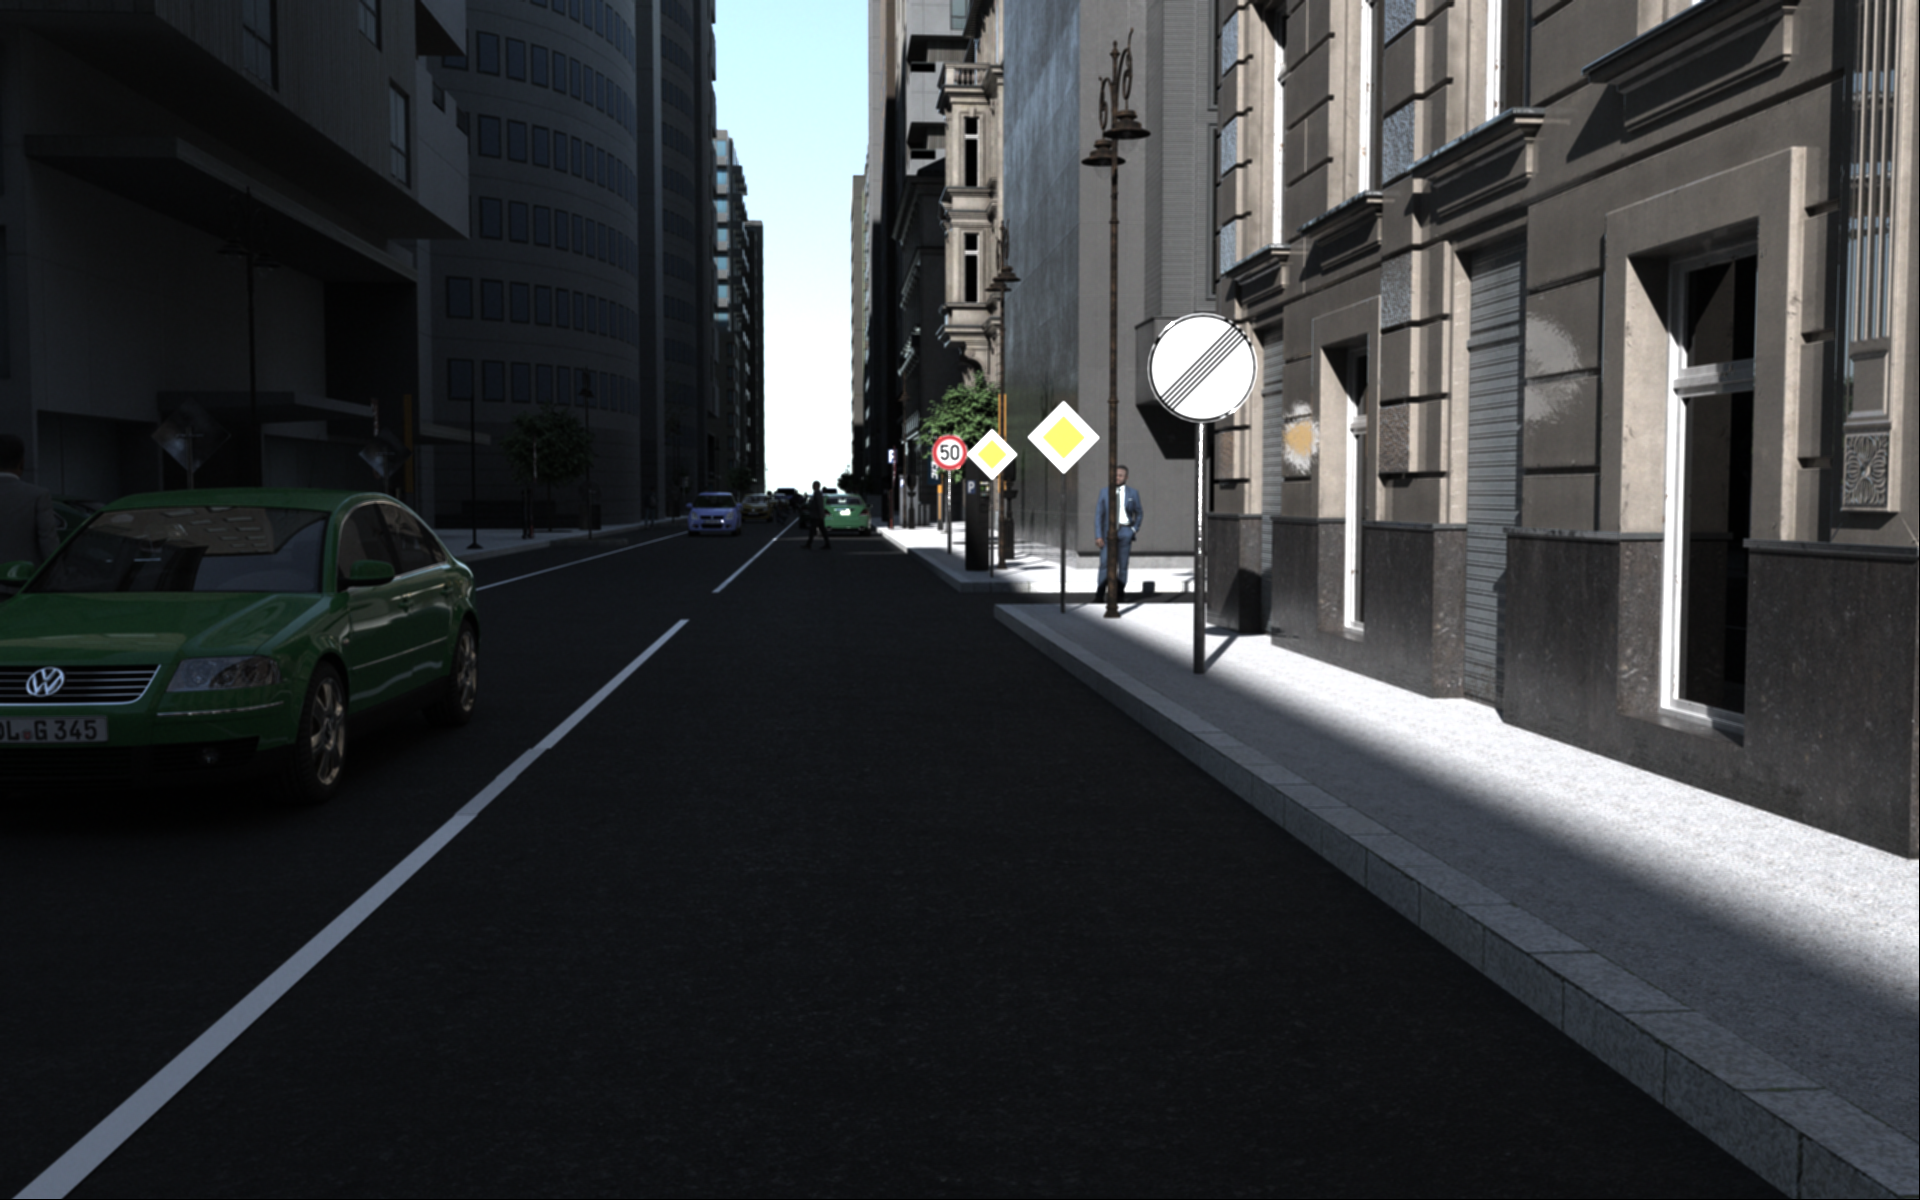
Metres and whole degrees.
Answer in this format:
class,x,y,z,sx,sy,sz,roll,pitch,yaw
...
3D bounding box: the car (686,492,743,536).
class,x,y,z,sx,sy,sz,roll,pitch,yaw
car,-8.472,-3.079,59.925,1.945,1.707,3.694,0,4,-5

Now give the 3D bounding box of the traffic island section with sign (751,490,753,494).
class,x,y,z,sx,sy,sz,roll,pitch,yaw
traffic island section with sign,-18.466,-8.806,152.602,1.989,1.847,2.006,0,4,-4

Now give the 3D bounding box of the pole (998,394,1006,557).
class,x,y,z,sx,sy,sz,roll,pitch,yaw
pole,0.860,-2.541,35.394,0.158,3.312,0.155,0,3,0

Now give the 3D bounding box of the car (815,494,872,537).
class,x,y,z,sx,sy,sz,roll,pitch,yaw
car,-4.047,-2.920,59.535,2.131,1.459,4.920,0,4,-6

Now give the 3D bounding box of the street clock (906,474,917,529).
class,x,y,z,sx,sy,sz,roll,pitch,yaw
street clock,-1.774,-3.601,63.451,0.358,2.002,0.471,-2,4,-24

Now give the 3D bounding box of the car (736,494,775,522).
class,x,y,z,sx,sy,sz,roll,pitch,yaw
car,-10.497,-4.810,88.873,2.015,1.641,3.980,0,4,-4

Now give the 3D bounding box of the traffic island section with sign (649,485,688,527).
class,x,y,z,sx,sy,sz,roll,pitch,yaw
traffic island section with sign,-12.466,-4.089,75.480,1.989,1.847,2.006,0,4,-4

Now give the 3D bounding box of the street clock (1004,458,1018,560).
class,x,y,z,sx,sy,sz,roll,pitch,yaw
street clock,0.963,-1.790,33.841,0.358,2.002,0.471,0,4,6

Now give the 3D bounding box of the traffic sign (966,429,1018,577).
class,x,y,z,sx,sy,sz,roll,pitch,yaw
traffic sign,0.489,-1.404,26.591,0.795,2.450,0.064,0,4,-4

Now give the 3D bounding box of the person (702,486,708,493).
class,x,y,z,sx,sy,sz,roll,pitch,yaw
person,-12.506,-4.689,85.262,0.391,1.810,0.635,-3,5,-45

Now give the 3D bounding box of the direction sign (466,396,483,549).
class,x,y,z,sx,sy,sz,roll,pitch,yaw
direction sign,-11.383,-2.968,40.517,0.379,3.537,0.876,-1,4,-18

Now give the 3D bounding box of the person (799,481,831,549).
class,x,y,z,sx,sy,sz,roll,pitch,yaw
person,-3.787,-2.219,45.176,0.834,1.777,0.661,-1,4,-11

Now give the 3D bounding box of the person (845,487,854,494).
class,x,y,z,sx,sy,sz,roll,pitch,yaw
person,-5.898,-5.151,92.981,0.793,1.790,0.793,3,5,44

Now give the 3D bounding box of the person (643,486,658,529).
class,x,y,z,sx,sy,sz,roll,pitch,yaw
person,-12.703,-3.812,71.172,0.623,1.781,0.721,0,4,-7

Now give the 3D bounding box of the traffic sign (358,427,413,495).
class,x,y,z,sx,sy,sz,roll,pitch,yaw
traffic sign,-8.580,-1.362,25.908,0.795,2.450,0.064,0,4,-4

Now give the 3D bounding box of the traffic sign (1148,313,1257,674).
class,x,y,z,sx,sy,sz,roll,pitch,yaw
traffic sign,1.710,-0.746,12.308,0.768,2.556,0.104,0,4,2

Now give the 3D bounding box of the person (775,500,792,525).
class,x,y,z,sx,sy,sz,roll,pitch,yaw
person,-8.247,-4.094,80.931,0.738,1.151,1.012,3,5,43

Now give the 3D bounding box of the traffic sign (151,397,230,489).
class,x,y,z,sx,sy,sz,roll,pitch,yaw
traffic sign,-7.960,-0.875,17.947,0.795,2.450,0.064,0,4,-4

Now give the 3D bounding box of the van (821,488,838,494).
class,x,y,z,sx,sy,sz,roll,pitch,yaw
van,-14.273,-11.248,188.285,2.240,2.365,5.245,0,4,-6

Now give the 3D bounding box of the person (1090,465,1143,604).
class,x,y,z,sx,sy,sz,roll,pitch,yaw
person,2.007,-0.837,22.360,0.721,1.800,0.419,0,4,-3

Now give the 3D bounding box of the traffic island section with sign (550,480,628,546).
class,x,y,z,sx,sy,sz,roll,pitch,yaw
traffic island section with sign,-10.380,-2.445,48.605,1.989,1.847,2.006,0,4,-4

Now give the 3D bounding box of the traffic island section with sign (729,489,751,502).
class,x,y,z,sx,sy,sz,roll,pitch,yaw
traffic island section with sign,-16.335,-7.138,125.337,1.989,1.847,2.006,0,4,-4

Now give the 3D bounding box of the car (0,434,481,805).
class,x,y,z,sx,sy,sz,roll,pitch,yaw
car,-3.868,-0.034,9.348,1.959,1.807,4.718,0,4,-3

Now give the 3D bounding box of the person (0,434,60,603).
class,x,y,z,sx,sy,sz,roll,pitch,yaw
person,-5.695,-0.097,10.358,0.678,1.792,0.850,-1,4,-17

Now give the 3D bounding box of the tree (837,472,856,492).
class,x,y,z,sx,sy,sz,roll,pitch,yaw
tree,-14.719,-14.997,228.915,4.285,4.588,4.351,0,3,0

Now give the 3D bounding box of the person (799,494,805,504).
class,x,y,z,sx,sy,sz,roll,pitch,yaw
person,-11.125,-6.753,122.152,0.421,1.427,0.697,-3,5,-41

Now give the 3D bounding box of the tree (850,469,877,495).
class,x,y,z,sx,sy,sz,roll,pitch,yaw
tree,-6.415,-7.879,123.431,1.663,3.219,1.824,0,3,0

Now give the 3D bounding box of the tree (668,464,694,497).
class,x,y,z,sx,sy,sz,roll,pitch,yaw
tree,-17.425,-7.023,109.427,1.663,3.219,1.824,0,3,0

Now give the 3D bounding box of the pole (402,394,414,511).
class,x,y,z,sx,sy,sz,roll,pitch,yaw
pole,-11.293,-2.545,35.449,0.158,3.312,0.155,0,3,0

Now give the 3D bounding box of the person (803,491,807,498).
class,x,y,z,sx,sy,sz,roll,pitch,yaw
person,-17.905,-11.753,201.367,1.217,1.736,0.721,-2,4,-24

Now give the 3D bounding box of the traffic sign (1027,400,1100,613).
class,x,y,z,sx,sy,sz,roll,pitch,yaw
traffic sign,1.108,-0.917,18.629,0.795,2.450,0.064,0,4,-4

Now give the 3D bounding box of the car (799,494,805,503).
class,x,y,z,sx,sy,sz,roll,pitch,yaw
car,-22.783,-14.212,244.364,2.014,1.417,4.499,0,4,-4

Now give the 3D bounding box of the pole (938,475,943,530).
class,x,y,z,sx,sy,sz,roll,pitch,yaw
pole,-0.686,-4.106,60.981,0.158,3.312,0.155,0,3,0

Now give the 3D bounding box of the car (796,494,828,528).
class,x,y,z,sx,sy,sz,roll,pitch,yaw
car,-5.944,-3.808,74.063,2.131,1.459,4.920,0,4,-4

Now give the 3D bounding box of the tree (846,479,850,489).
class,x,y,z,sx,sy,sz,roll,pitch,yaw
tree,-12.445,-12.430,197.837,1.663,3.219,1.824,0,3,0

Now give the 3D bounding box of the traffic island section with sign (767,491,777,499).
class,x,y,z,sx,sy,sz,roll,pitch,yaw
traffic island section with sign,-24.816,-13.806,234.350,1.989,1.847,2.006,0,4,-4

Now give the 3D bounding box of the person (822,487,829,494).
class,x,y,z,sx,sy,sz,roll,pitch,yaw
person,-6.067,-4.233,78.136,0.576,1.772,0.534,-2,4,-32

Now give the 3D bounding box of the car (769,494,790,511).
class,x,y,z,sx,sy,sz,roll,pitch,yaw
car,-15.429,-8.373,147.119,2.015,1.641,3.980,0,4,-4

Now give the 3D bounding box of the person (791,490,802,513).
class,x,y,z,sx,sy,sz,roll,pitch,yaw
person,-12.644,-7.621,133.652,0.990,1.755,0.434,-2,4,-27

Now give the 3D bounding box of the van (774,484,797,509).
class,x,y,z,sx,sy,sz,roll,pitch,yaw
van,-16.321,-9.704,163.041,2.240,2.365,5.245,0,4,-3

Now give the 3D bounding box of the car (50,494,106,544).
class,x,y,z,sx,sy,sz,roll,pitch,yaw
car,-12.281,-0.617,21.884,4.920,1.459,2.131,0,4,-5

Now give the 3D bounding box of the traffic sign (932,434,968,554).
class,x,y,z,sx,sy,sz,roll,pitch,yaw
traffic sign,-0.222,-2.261,37.072,0.768,2.556,0.104,0,4,-3

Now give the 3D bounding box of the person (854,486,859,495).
class,x,y,z,sx,sy,sz,roll,pitch,yaw
person,-4.705,-4.242,78.194,0.374,1.781,0.599,0,4,7

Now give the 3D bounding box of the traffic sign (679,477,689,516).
class,x,y,z,sx,sy,sz,roll,pitch,yaw
traffic sign,-16.082,-6.043,100.940,0.606,2.300,0.079,0,4,4
